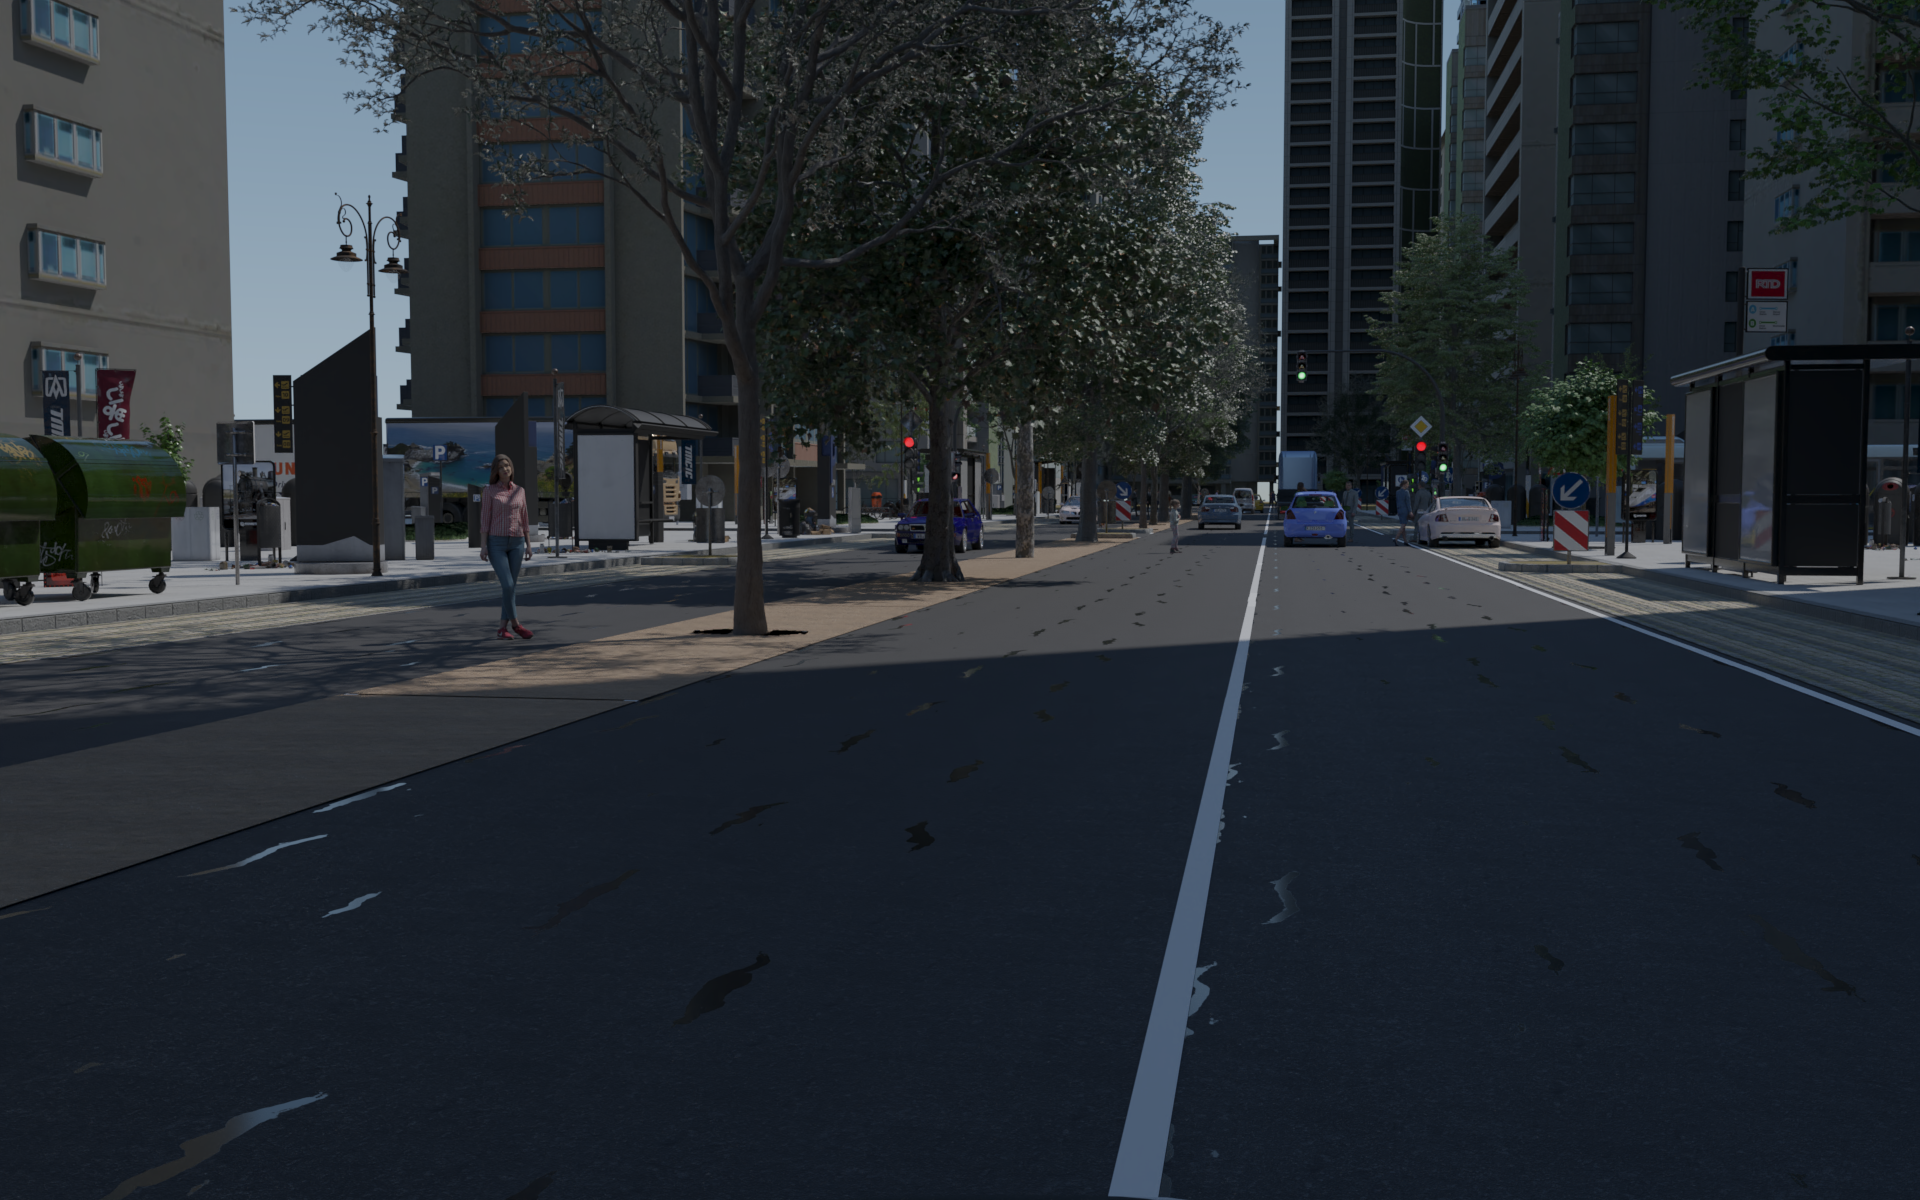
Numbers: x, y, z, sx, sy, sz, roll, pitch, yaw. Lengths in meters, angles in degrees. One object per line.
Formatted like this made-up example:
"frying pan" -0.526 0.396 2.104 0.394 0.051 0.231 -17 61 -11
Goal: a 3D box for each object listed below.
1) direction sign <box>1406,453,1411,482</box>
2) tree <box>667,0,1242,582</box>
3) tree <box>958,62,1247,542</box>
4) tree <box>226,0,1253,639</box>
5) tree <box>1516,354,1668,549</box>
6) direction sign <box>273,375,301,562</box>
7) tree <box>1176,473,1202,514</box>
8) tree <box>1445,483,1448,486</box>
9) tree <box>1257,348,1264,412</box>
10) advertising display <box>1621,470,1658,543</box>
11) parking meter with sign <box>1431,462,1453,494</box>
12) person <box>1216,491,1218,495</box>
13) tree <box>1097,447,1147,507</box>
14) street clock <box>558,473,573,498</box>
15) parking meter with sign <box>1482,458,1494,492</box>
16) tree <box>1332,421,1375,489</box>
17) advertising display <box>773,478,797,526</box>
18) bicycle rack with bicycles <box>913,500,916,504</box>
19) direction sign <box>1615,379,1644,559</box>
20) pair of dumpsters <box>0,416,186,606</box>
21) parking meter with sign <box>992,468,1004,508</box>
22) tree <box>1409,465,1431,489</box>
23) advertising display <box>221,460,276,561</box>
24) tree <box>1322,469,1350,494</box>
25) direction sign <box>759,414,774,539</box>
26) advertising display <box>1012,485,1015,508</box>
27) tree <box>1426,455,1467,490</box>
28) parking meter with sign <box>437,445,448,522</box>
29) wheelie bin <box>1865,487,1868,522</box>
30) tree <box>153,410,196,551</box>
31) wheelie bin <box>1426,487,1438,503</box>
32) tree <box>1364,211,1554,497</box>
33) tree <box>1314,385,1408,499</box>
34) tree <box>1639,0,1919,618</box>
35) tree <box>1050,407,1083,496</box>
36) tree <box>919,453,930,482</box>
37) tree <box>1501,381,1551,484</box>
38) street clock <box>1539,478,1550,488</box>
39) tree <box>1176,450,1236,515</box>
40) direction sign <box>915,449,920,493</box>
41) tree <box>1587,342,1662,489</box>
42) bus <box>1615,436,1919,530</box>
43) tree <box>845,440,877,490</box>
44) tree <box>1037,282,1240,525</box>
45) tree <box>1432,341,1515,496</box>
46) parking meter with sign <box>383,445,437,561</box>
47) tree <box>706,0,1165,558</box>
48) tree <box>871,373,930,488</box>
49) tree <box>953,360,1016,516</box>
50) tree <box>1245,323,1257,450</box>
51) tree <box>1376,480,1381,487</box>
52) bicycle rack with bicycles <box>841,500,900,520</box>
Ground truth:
"direction sign" 24.739 -6.337 95.599 0.379 3.537 0.876 2 4 26
"tree" -0.316 -6.650 28.189 9.611 12.733 9.660 0 3 0
"tree" 3.823 -8.725 51.769 9.857 13.997 8.962 0 3 0
"tree" -2.130 -6.375 17.061 12.009 13.543 11.850 0 3 0
"tree" 14.874 -3.501 40.949 4.285 4.588 4.351 0 3 0
"direction sign" -12.600 -2.506 32.969 0.876 3.537 0.379 0 4 1
"tree" 17.246 -10.533 125.036 4.360 8.622 3.978 0 3 0
"tree" 32.287 -7.521 117.562 1.663 3.219 1.824 0 3 0
"tree" 13.024 -11.677 100.023 9.857 13.997 8.962 0 3 0
"advertising display" 17.868 -2.468 45.570 0.974 1.923 0.123 -1 4 -10
"parking meter with sign" 25.793 -5.945 93.464 1.738 3.016 0.543 0 4 3
"person" 30.015 -11.808 201.430 0.599 1.838 0.709 1 4 8
"tree" 21.173 -16.232 199.800 7.601 10.594 8.767 3 5 42
"street clock" -13.465 -3.340 59.185 0.471 2.002 0.358 0 4 8
"parking meter with sign" 25.836 -5.422 84.905 0.543 3.016 1.738 1 4 14
"tree" 35.989 -12.688 157.814 4.360 8.622 3.978 0 3 0
"advertising display" -6.932 -3.885 68.736 0.974 1.923 0.123 1 4 12
"bicycle rack with bicycles" -2.813 -5.288 99.849 2.852 0.926 2.925 -2 4 -26
"direction sign" 13.268 -2.592 34.375 0.876 3.537 0.379 -3 4 -36
"pair of dumpsters" -11.085 -1.089 20.307 1.574 2.255 4.437 1 4 10
"parking meter with sign" 2.467 -7.323 115.988 0.543 3.016 1.738 -2 4 -25
"tree" 26.658 -6.433 99.784 1.663 3.219 1.824 0 3 0
"advertising display" -13.630 -1.713 33.218 0.974 1.923 0.123 -1 4 -14
"tree" 44.465 -13.553 205.300 4.285 4.588 4.351 0 3 0
"direction sign" -5.521 -3.514 49.455 0.379 3.537 0.876 1 4 20
"advertising display" 4.058 -7.218 123.230 0.123 1.923 0.974 -2 4 -33
"tree" 34.149 -8.512 122.892 4.285 4.588 4.351 0 3 0
"parking meter with sign" -18.562 -3.932 60.545 0.543 3.016 1.738 1 4 13
"wheelie bin" 16.722 -1.527 32.876 0.693 1.594 0.980 -1 4 -22
"tree" -18.003 -2.745 39.489 1.663 3.219 1.824 0 3 0
"wheelie bin" 21.141 -4.274 77.784 0.693 1.594 0.980 2 4 27
"tree" 19.835 -9.307 70.293 7.486 12.596 7.792 0 3 0
"tree" 34.203 -13.040 147.615 8.767 10.594 7.601 1 4 21
"tree" 10.709 -5.611 17.489 9.928 11.665 9.643 0 3 0
"tree" 8.251 -10.910 128.736 4.360 8.622 3.978 0 3 0
"tree" -1.469 -7.893 112.765 4.285 4.588 4.351 0 3 0
"tree" 36.733 -9.801 110.603 4.737 8.622 4.395 0 3 0
"street clock" 26.573 -4.541 78.819 0.358 2.002 0.471 -2 4 -24
"tree" 15.656 -12.110 118.587 7.486 12.596 7.792 0 3 0
"direction sign" -2.191 -5.875 88.053 0.379 3.537 0.876 -1 4 -22
"tree" 32.185 -8.234 84.995 4.737 8.622 4.395 0 3 0
"bus" 28.010 -3.690 55.186 13.247 3.499 2.948 1 4 11
"tree" -7.025 -10.092 115.366 4.360 8.622 3.978 0 3 0
"tree" 8.981 -9.233 79.166 9.928 11.665 9.643 0 3 0
"tree" 23.248 -7.901 79.551 4.360 8.622 3.978 0 3 0
"parking meter with sign" -11.092 -2.278 33.499 1.738 3.016 0.543 -1 4 -15
"tree" 0.408 -11.062 39.202 12.611 20.169 13.585 0 3 0
"tree" -2.097 -7.351 70.544 4.737 8.622 4.395 0 3 0
"tree" 3.288 -10.815 102.581 9.928 11.665 9.643 0 3 0
"tree" 10.501 -11.015 89.202 9.857 13.997 8.962 0 3 0
"tree" 31.885 -8.263 129.698 1.663 3.219 1.824 0 3 0
"bicycle rack with bicycles" -4.522 -4.494 86.866 2.925 0.926 2.852 0 4 1
